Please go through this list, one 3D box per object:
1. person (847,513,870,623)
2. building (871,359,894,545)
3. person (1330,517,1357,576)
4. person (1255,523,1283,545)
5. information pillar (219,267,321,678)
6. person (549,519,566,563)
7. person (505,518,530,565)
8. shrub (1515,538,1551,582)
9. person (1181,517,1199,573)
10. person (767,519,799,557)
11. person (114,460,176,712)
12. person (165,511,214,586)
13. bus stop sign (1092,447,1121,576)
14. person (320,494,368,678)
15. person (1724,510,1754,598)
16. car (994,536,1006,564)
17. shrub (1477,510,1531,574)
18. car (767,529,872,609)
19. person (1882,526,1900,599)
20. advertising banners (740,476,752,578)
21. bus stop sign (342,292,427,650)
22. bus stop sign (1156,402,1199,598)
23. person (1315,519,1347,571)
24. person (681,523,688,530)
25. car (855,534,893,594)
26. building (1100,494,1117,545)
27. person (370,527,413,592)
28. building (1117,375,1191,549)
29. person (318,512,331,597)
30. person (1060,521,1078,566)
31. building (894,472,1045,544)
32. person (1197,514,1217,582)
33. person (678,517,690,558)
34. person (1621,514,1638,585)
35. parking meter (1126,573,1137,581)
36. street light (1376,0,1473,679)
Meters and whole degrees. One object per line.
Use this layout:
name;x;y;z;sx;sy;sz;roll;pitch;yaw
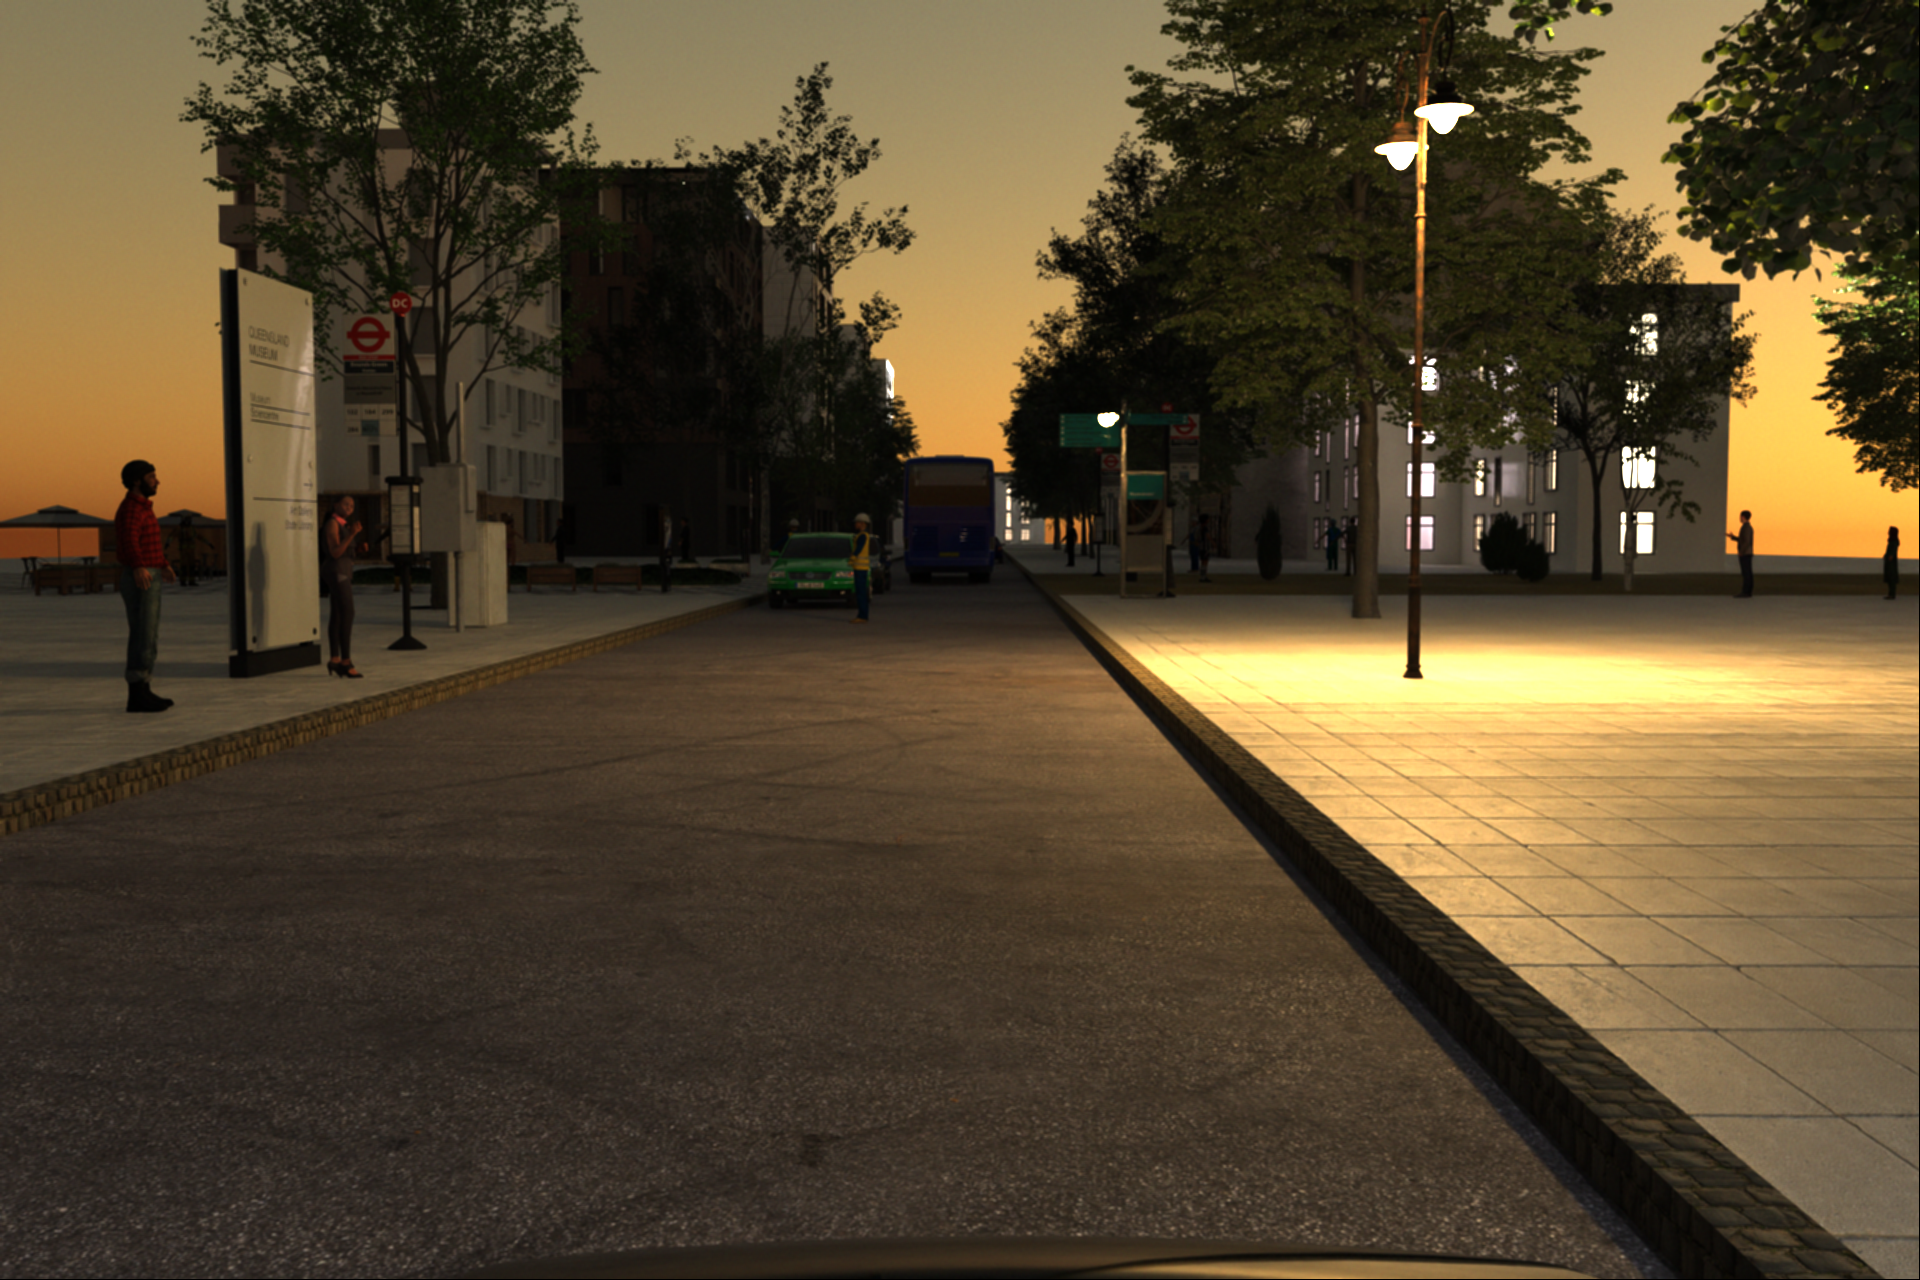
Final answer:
person;-1.675;-1.164;27.953;0.721;1.772;1.216;0;4;4
building;-22.448;-21.792;200.278;27.936;21.610;32.646;0;4;1
person;11.992;-2.858;52.997;1.348;1.796;0.705;0;4;-6
person;10.022;-3.036;56.351;0.721;1.740;1.216;-3;4;-36
information pillar;-6.403;-1.518;16.141;0.184;3.620;1.656;0;4;2
person;-13.462;-3.178;58.192;0.704;1.802;1.346;0;4;7
person;-12.760;-2.599;49.294;1.217;1.733;0.721;1;4;22
shrub;15.394;-2.167;46.544;1.383;1.207;1.383;0;3;0
person;7.737;-3.146;57.298;0.705;1.847;1.347;-2;4;-24
person;-3.775;-1.850;39.173;1.216;1.772;0.721;-1;4;-23
person;-5.910;-0.396;12.581;0.704;1.816;1.345;-1;4;-17
person;-18.962;-2.248;42.522;0.705;1.858;1.354;2;4;30
bus stop sign;4.433;-3.903;52.512;0.855;3.939;0.416;0;4;1
person;-5.507;-0.494;15.585;0.593;1.643;0.415;2;4;32
person;15.754;-1.745;35.112;0.617;1.759;0.750;-3;5;-43
car;1.280;-4.439;85.157;1.945;1.354;3.894;0;4;1
shrub;17.412;-3.143;55.433;1.661;2.075;1.752;0;3;0
car;-2.763;-1.582;34.661;1.959;1.807;4.718;0;4;1
person;18.296;-1.524;34.132;0.599;1.438;0.989;1;4;22
advertising banners;-6.331;-3.383;51.501;0.090;3.025;2.074;0;4;2
bus stop sign;-6.383;-1.865;19.201;0.855;3.939;0.416;0;4;1
bus stop sign;4.402;-2.837;35.084;0.855;3.939;0.416;0;4;1
person;13.114;-3.357;61.011;1.347;1.817;0.704;-2;4;-24
person;-10.185;-3.562;64.370;0.705;1.813;1.348;-1;4;-8
car;-2.636;-2.016;42.751;2.009;1.686;4.222;0;4;1
building;25.988;-20.794;206.443;16.747;18.905;31.486;0;4;1
person;-12.421;-1.983;38.552;1.346;1.812;0.704;-1;4;-18
building;24.450;-20.102;159.593;19.493;23.208;18.063;0;4;1
person;-12.848;-1.736;35.162;0.721;1.737;1.214;2;4;32
person;4.377;-3.824;68.707;0.705;1.806;1.347;-2;4;-23
building;-2.472;-17.494;230.632;28.070;9.664;9.099;0;4;-8
person;6.562;-2.455;46.283;0.704;1.843;1.345;-1;4;-9
person;-8.798;-3.015;55.236;0.705;1.837;1.347;0;4;-3
person;16.817;-2.286;43.558;0.705;1.806;1.347;1;4;22
parking meter;4.631;-2.362;47.028;0.372;1.533;0.369;0;3;0
street light;4.042;-2.598;15.268;0.468;5.910;1.993;0;4;0
